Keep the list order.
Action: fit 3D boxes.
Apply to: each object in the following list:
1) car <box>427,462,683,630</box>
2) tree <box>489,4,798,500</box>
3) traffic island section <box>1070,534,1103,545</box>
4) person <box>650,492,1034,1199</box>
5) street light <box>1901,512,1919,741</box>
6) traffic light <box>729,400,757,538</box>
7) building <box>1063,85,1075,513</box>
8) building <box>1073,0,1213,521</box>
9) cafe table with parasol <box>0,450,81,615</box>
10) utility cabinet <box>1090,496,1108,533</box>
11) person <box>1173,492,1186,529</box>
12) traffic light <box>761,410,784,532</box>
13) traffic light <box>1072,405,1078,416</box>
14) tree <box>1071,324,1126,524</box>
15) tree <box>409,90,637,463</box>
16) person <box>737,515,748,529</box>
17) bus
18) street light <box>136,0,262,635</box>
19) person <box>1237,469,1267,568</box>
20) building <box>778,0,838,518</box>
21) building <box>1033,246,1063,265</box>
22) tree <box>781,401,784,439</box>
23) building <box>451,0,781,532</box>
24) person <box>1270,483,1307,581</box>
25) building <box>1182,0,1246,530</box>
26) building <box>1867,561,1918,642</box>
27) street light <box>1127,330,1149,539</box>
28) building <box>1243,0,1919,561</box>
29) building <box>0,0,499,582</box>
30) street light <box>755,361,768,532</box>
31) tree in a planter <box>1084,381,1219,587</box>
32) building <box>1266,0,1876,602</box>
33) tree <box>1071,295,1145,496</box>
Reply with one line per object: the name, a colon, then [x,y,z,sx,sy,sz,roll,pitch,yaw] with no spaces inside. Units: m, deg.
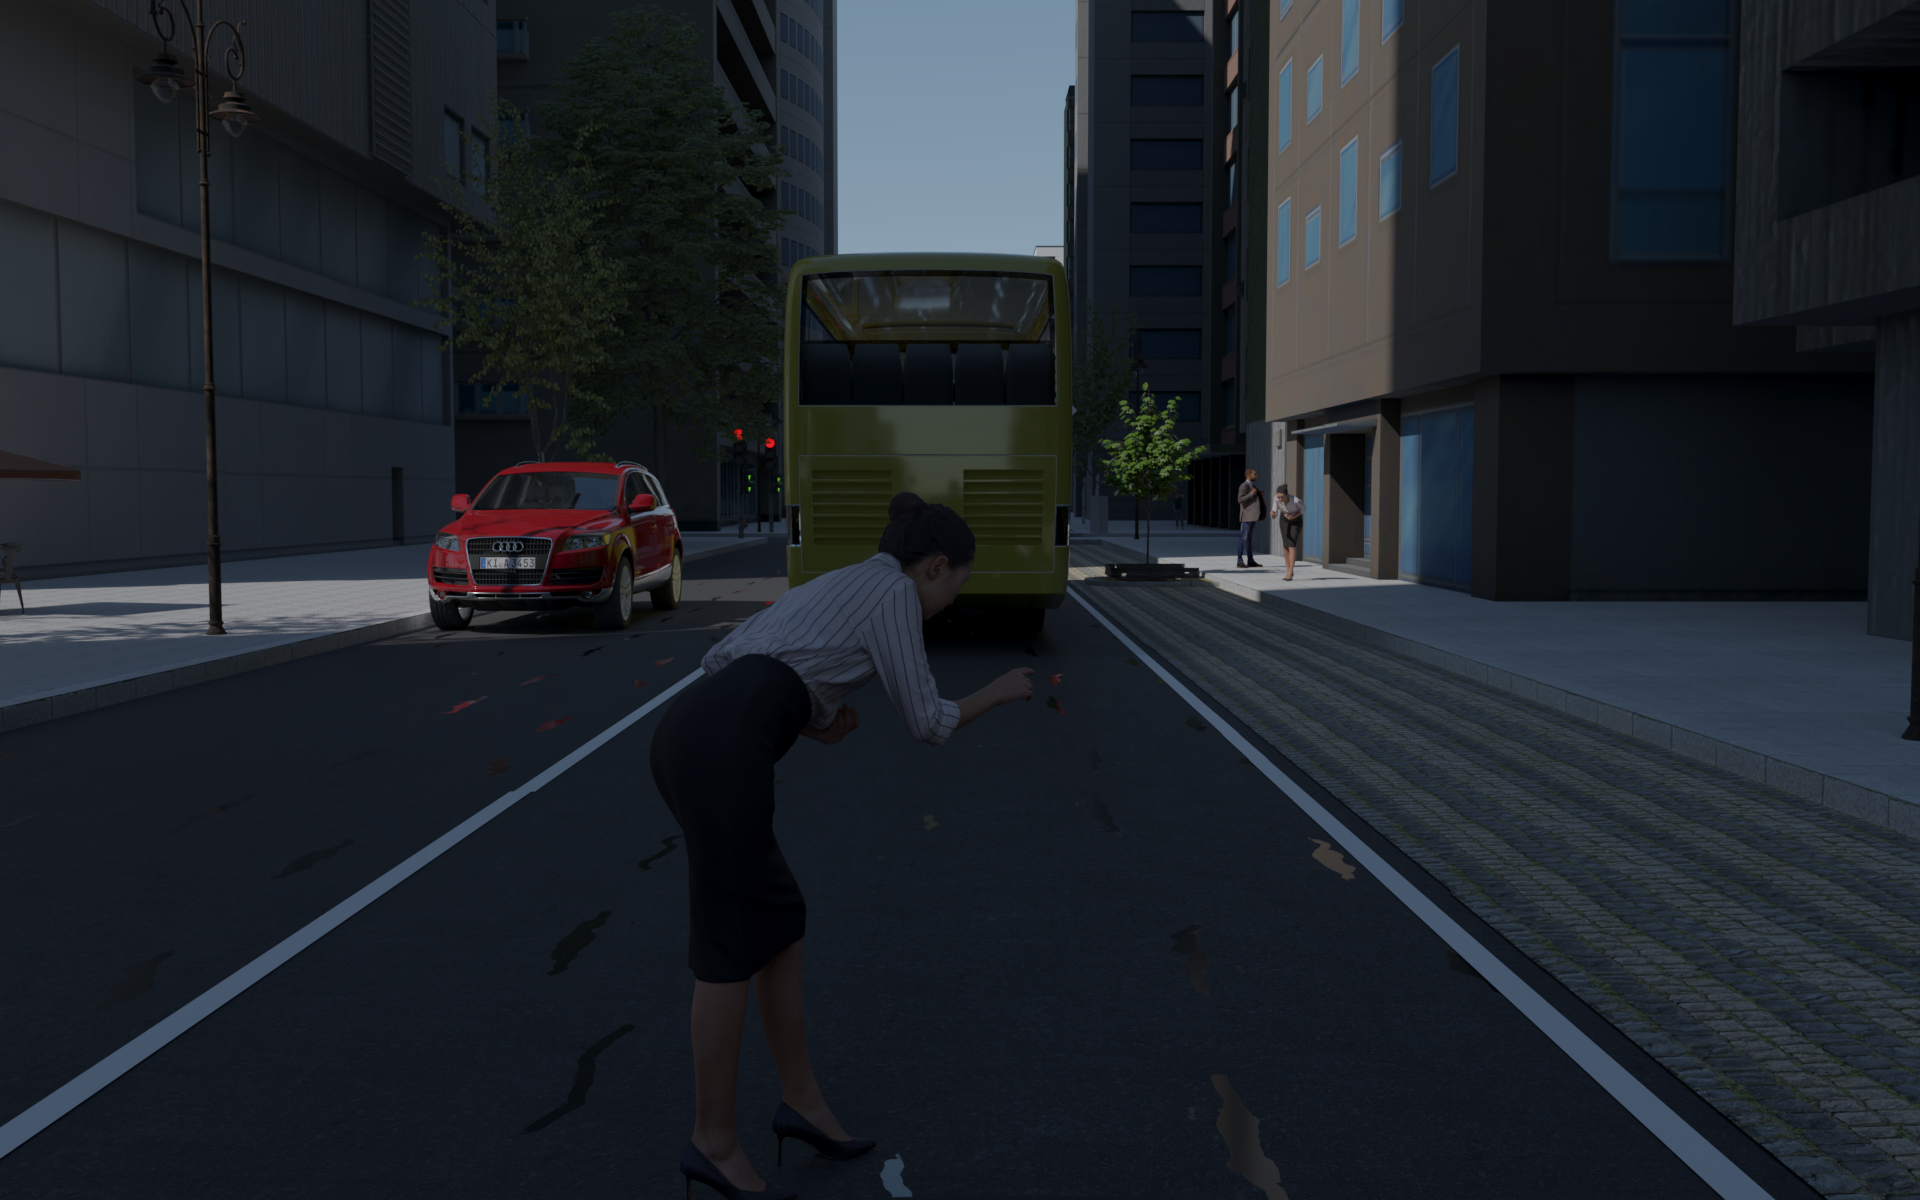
car: [-4.521,-0.692,19.992,2.281,1.827,5.304,0,4,0]
tree: [-7.590,-7.528,41.207,7.486,12.596,7.792,0,3,0]
traffic island section: [3.009,-1.702,50.109,2.009,0.180,2.903,0,3,0]
person: [-0.259,0.493,3.635,0.628,1.438,0.799,1,4,23]
street light: [5.026,-2.207,8.880,0.468,5.910,1.993,0,3,0]
traffic light: [-6.312,-3.735,49.987,0.839,4.253,0.868,0,3,0]
building: [14.408,-21.668,125.971,14.160,30.474,14.107,0,3,0]
building: [16.898,-33.884,96.008,21.231,58.520,28.212,0,3,0]
cafe table with parasol: [-10.839,-0.831,18.450,2.610,1.966,2.610,-1,4,-19]
utility cabinet: [4.614,-2.828,57.397,0.306,1.237,1.020,-1,4,-15]
person: [7.954,-3.229,62.752,0.435,1.345,0.340,-1,4,-13]
traffic light: [-6.306,-4.223,57.972,0.839,4.253,0.868,0,3,0]
traffic light: [2.969,-3.735,49.995,0.839,4.253,0.868,0,3,0]
tree: [5.140,-7.592,74.489,4.360,8.622,3.978,0,3,0]
tree: [-7.786,-4.982,31.817,4.737,8.622,4.395,0,3,0]
person: [-7.994,-2.878,63.577,0.381,0.543,0.357,3,5,39]
bus: [-0.276,-1.811,21.152,2.896,3.916,12.252,0,3,0]
street light: [-6.796,-2.621,15.646,0.468,5.910,1.993,0,3,0]
person: [5.077,-1.421,30.104,0.431,1.722,0.655,2,4,34]
building: [-18.616,-34.168,100.647,21.231,58.520,28.212,0,3,0]
building: [20.202,-19.262,158.916,27.936,21.610,32.646,0,3,0]
tree: [-7.053,-8.152,83.651,4.360,8.622,3.978,0,3,0]
building: [-18.920,-27.181,68.108,21.300,48.544,21.600,0,3,0]
person: [4.807,-1.001,25.593,0.628,1.438,0.799,0,4,-4]
building: [23.013,-25.333,68.817,28.867,44.769,22.147,0,3,0]
building: [13.580,-14.692,11.912,14.160,30.474,14.107,0,3,0]
street light: [5.016,-4.659,48.961,0.468,5.910,1.993,0,3,0]
building: [13.584,-16.473,41.038,14.160,30.474,14.107,0,3,0]
building: [-25.996,-27.239,34.591,27.495,52.752,28.713,0,3,0]
street light: [-6.783,-5.234,58.359,0.468,5.910,1.993,0,3,0]
tree in a planter: [2.987,-1.846,27.405,1.991,3.239,1.994,0,3,0]
building: [12.939,-22.987,25.950,14.600,45.320,14.200,0,3,0]
tree: [4.896,-6.925,63.583,4.737,8.622,4.395,0,3,0]
